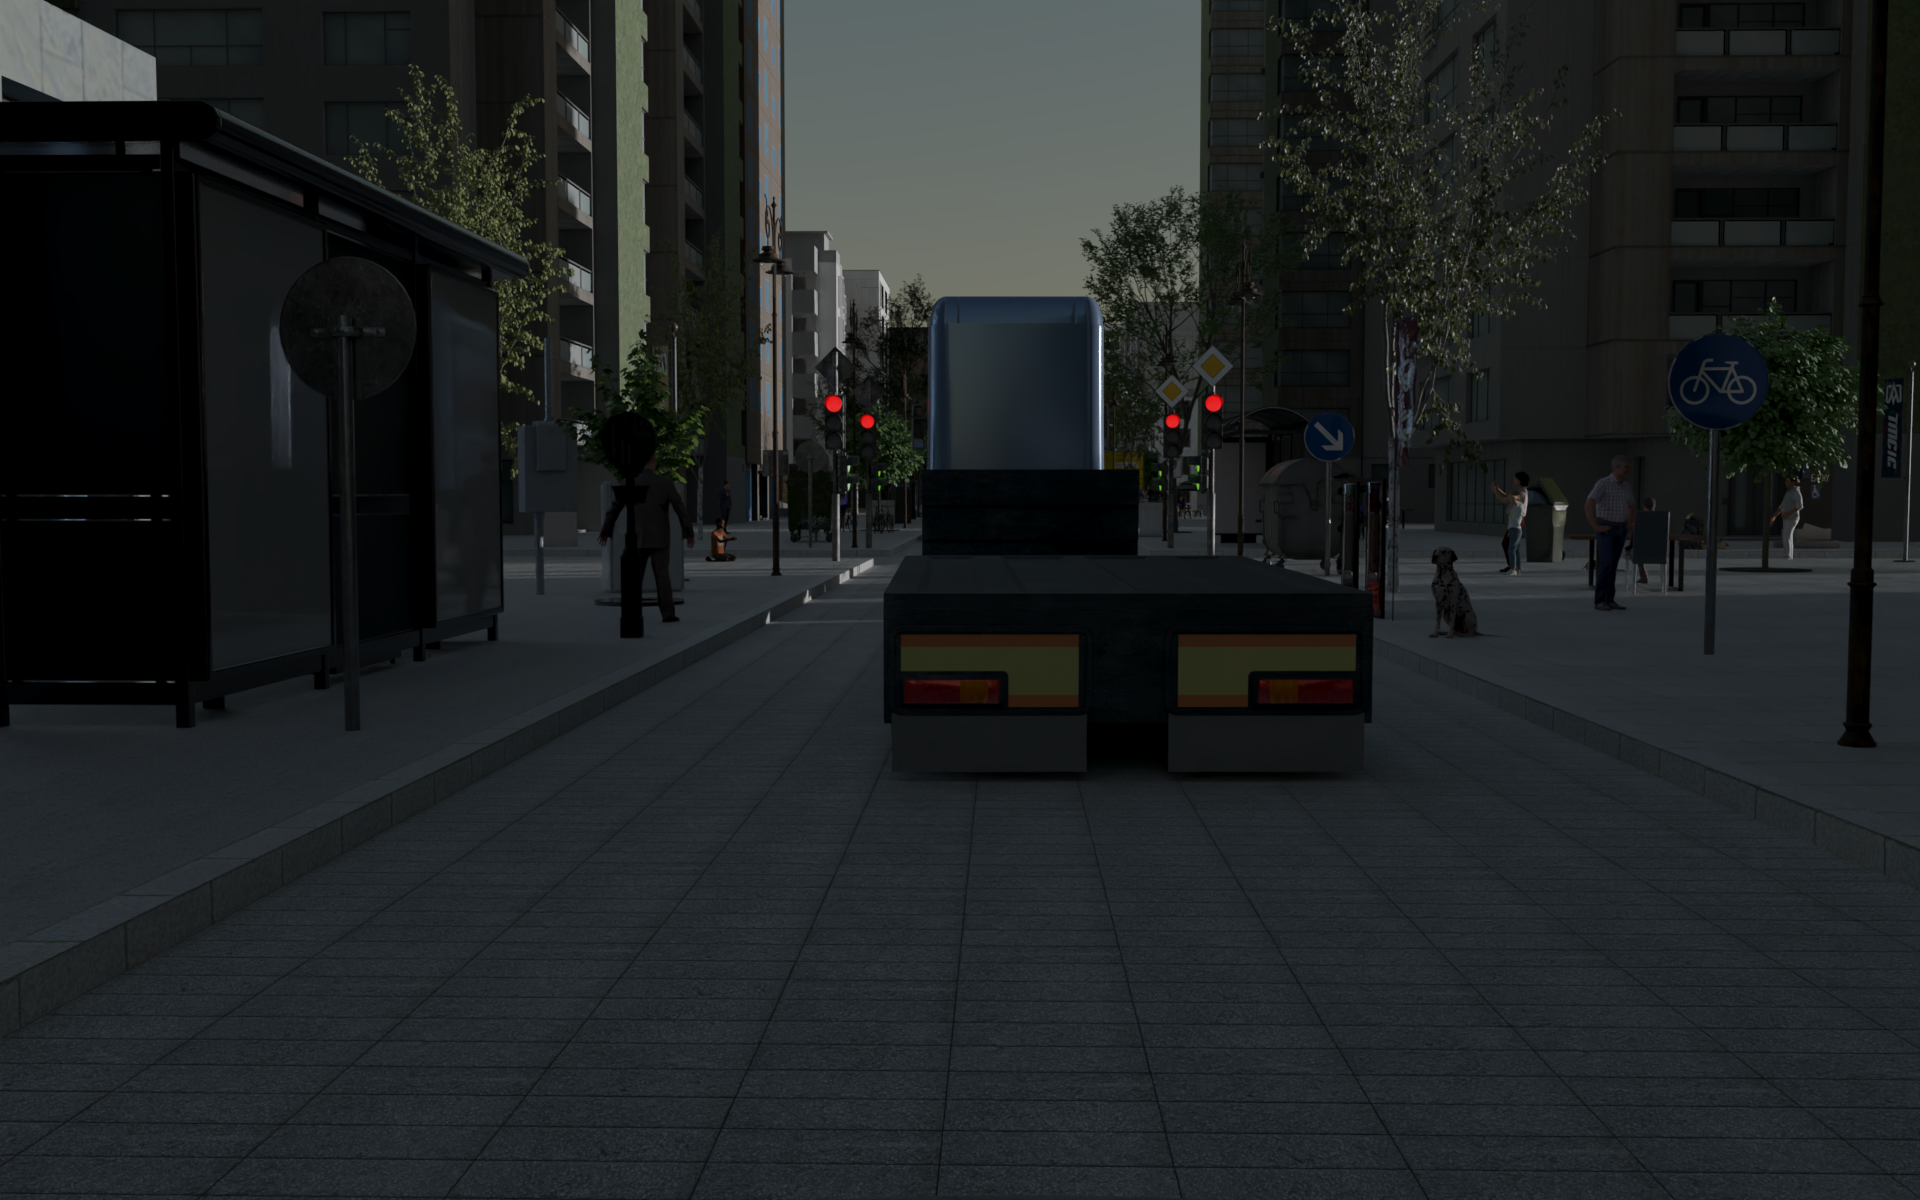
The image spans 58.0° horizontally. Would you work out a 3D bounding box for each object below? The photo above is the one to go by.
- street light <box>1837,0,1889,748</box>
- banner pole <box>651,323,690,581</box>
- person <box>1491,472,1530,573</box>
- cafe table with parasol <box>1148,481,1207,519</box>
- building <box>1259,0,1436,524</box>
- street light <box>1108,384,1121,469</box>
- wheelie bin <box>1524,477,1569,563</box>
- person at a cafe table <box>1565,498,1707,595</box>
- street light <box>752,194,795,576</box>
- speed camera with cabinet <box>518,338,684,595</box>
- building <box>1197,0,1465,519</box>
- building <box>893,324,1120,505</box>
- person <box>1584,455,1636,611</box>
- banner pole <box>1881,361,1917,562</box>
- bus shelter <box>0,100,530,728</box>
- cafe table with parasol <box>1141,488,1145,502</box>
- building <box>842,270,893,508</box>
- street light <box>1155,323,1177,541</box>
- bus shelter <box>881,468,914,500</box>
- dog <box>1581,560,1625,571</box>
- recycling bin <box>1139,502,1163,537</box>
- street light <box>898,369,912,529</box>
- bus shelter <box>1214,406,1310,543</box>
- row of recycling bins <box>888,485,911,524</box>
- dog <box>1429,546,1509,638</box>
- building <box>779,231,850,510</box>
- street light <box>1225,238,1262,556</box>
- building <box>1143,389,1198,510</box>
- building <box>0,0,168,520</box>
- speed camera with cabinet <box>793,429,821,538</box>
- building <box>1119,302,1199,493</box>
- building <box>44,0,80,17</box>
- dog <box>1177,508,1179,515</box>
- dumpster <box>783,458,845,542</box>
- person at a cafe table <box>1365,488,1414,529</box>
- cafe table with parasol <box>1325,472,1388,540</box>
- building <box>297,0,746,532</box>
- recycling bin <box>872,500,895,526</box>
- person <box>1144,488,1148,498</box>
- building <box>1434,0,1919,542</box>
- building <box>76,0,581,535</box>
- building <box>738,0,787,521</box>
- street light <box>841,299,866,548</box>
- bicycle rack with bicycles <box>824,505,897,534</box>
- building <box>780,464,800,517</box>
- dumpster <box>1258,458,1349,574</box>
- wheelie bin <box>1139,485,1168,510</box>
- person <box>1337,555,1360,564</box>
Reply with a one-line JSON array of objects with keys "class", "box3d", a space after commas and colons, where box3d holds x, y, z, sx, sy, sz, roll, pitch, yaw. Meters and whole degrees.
[{"class": "street light", "box3d": [4.577, -2.194, 8.658, 0.468, 5.910, 1.993, 0, 4, 2]}, {"class": "banner pole", "box3d": [-4.334, -2.177, 25.615, 0.401, 3.779, 0.863, -3, 5, -39]}, {"class": "person", "box3d": [8.950, -1.267, 28.217, 0.517, 1.644, 0.566, -2, 4, -28]}, {"class": "cafe table with parasol", "box3d": [11.612, -5.157, 89.180, 2.610, 1.966, 2.610, -3, 4, -38]}, {"class": "building", "box3d": [21.000, -18.934, 81.278, 14.160, 30.474, 14.107, 0, 4, 2]}, {"class": "street light", "box3d": [6.201, -5.938, 69.882, 0.468, 5.910, 1.993, 0, 4, 2]}, {"class": "wheelie bin", "box3d": [11.015, -1.516, 32.702, 0.693, 1.594, 0.980, 3, 5, 44]}, {"class": "person at a cafe table", "box3d": [8.980, -0.734, 22.864, 1.698, 1.238, 1.726, 1, 4, 13]}, {"class": "street light", "box3d": [-2.891, -3.320, 27.064, 0.468, 5.910, 1.993, 0, 4, 2]}, {"class": "speed camera with cabinet", "box3d": [-4.657, -1.722, 22.489, 2.038, 3.252, 0.660, -1, 4, -23]}, {"class": "building", "box3d": [21.443, -25.798, 105.393, 14.154, 41.232, 14.086, 0, 4, 2]}, {"class": "building", "box3d": [7.402, -23.122, 222.024, 32.646, 21.610, 27.936, 0, 4, 2]}, {"class": "person", "box3d": [7.286, -0.749, 19.227, 0.756, 1.711, 0.436, -1, 4, -19]}, {"class": "banner pole", "box3d": [17.788, -2.618, 32.827, 0.401, 3.779, 0.863, -1, 4, -17]}, {"class": "bus shelter", "box3d": [-4.970, -2.029, 10.803, 2.179, 5.291, 8.768, 0, 4, 2]}, {"class": "cafe table with parasol", "box3d": [9.906, -5.878, 100.965, 2.610, 1.966, 2.610, -1, 4, -14]}, {"class": "building", "box3d": [-21.315, -19.095, 156.173, 27.936, 21.610, 32.646, 0, 4, 2]}, {"class": "street light", "box3d": [5.586, -4.542, 47.049, 0.468, 5.910, 1.993, 0, 4, 2]}, {"class": "bus shelter", "box3d": [-3.082, -6.121, 91.357, 1.731, 3.624, 6.357, 0, 4, 1]}, {"class": "dog", "box3d": [10.788, -0.693, 29.074, 0.550, 0.427, 0.748, 0, 3, 0]}, {"class": "recycling bin", "box3d": [5.640, -2.412, 51.984, 0.722, 1.027, 0.722, -1, 4, -11]}, {"class": "street light", "box3d": [-2.032, -5.582, 64.050, 0.468, 5.910, 1.993, 0, 4, 2]}, {"class": "bus shelter", "box3d": [7.287, -2.980, 42.652, 2.014, 3.302, 5.546, 0, 4, 1]}, {"class": "row of recycling bins", "box3d": [-2.637, -4.264, 76.827, 1.069, 1.692, 3.534, 0, 4, -5]}, {"class": "dog", "box3d": [4.551, -0.071, 15.536, 0.800, 0.831, 0.513, 0, 4, -2]}, {"class": "building", "box3d": [-16.123, -16.289, 122.742, 16.016, 20.091, 11.380, 0, 4, 2]}, {"class": "street light", "box3d": [5.139, -3.595, 31.566, 0.468, 5.910, 1.993, 0, 4, 2]}, {"class": "building", "box3d": [20.150, -11.996, 138.283, 9.099, 9.664, 28.070, 0, 4, 2]}, {"class": "building", "box3d": [-27.649, -42.811, 12.638, 31.000, 86.520, 22.319, 0, 4, 2]}, {"class": "speed camera with cabinet", "box3d": [-4.418, -3.521, 51.899, 0.660, 3.252, 2.038, 1, 4, 15]}, {"class": "building", "box3d": [24.828, -18.419, 167.611, 16.747, 18.905, 31.486, 0, 4, 2]}, {"class": "building", "box3d": [-31.835, -17.414, 56.421, 14.107, 30.474, 14.160, 0, 4, 2]}, {"class": "dog", "box3d": [11.954, -4.748, 94.461, 0.406, 0.507, 0.540, -1, 4, -12]}, {"class": "dumpster", "box3d": [-3.945, -2.700, 46.644, 1.502, 2.255, 1.985, 0, 4, 2]}, {"class": "person at a cafe table", "box3d": [15.895, -3.405, 64.183, 1.698, 1.524, 1.622, 1, 4, 12]}, {"class": "cafe table with parasol", "box3d": [10.685, -2.683, 48.738, 2.610, 1.966, 2.610, 3, 4, 36]}, {"class": "building", "box3d": [-16.829, -23.628, 69.911, 14.154, 41.232, 14.086, 0, 4, 2]}, {"class": "recycling bin", "box3d": [-3.140, -3.530, 70.262, 0.722, 1.027, 0.722, 3, 4, 38]}, {"class": "person", "box3d": [8.413, -4.268, 78.038, 0.614, 1.554, 0.590, -1, 4, -20]}, {"class": "building", "box3d": [22.297, -22.535, 52.049, 14.086, 41.232, 14.154, 0, 4, 2]}, {"class": "building", "box3d": [-18.519, -22.770, 55.891, 14.154, 41.232, 14.086, 0, 4, 2]}, {"class": "building", "box3d": [-16.305, -26.546, 84.133, 14.600, 45.320, 14.200, 0, 4, 2]}, {"class": "street light", "box3d": [-2.517, -4.185, 41.214, 0.468, 5.910, 1.993, 0, 4, 2]}, {"class": "bicycle rack with bicycles", "box3d": [-3.173, -2.695, 57.445, 2.852, 0.926, 2.925, 1, 4, 18]}, {"class": "building", "box3d": [-25.182, -25.181, 103.589, 32.217, 40.220, 23.993, 0, 4, 2]}, {"class": "dumpster", "box3d": [5.641, -1.383, 28.370, 1.264, 1.857, 1.865, 0, 4, 2]}, {"class": "wheelie bin", "box3d": [7.132, -3.341, 62.528, 0.980, 1.594, 0.693, -2, 4, -35]}, {"class": "person", "box3d": [7.115, -0.926, 31.653, 0.357, 0.543, 0.381, 2, 4, 34]}]
